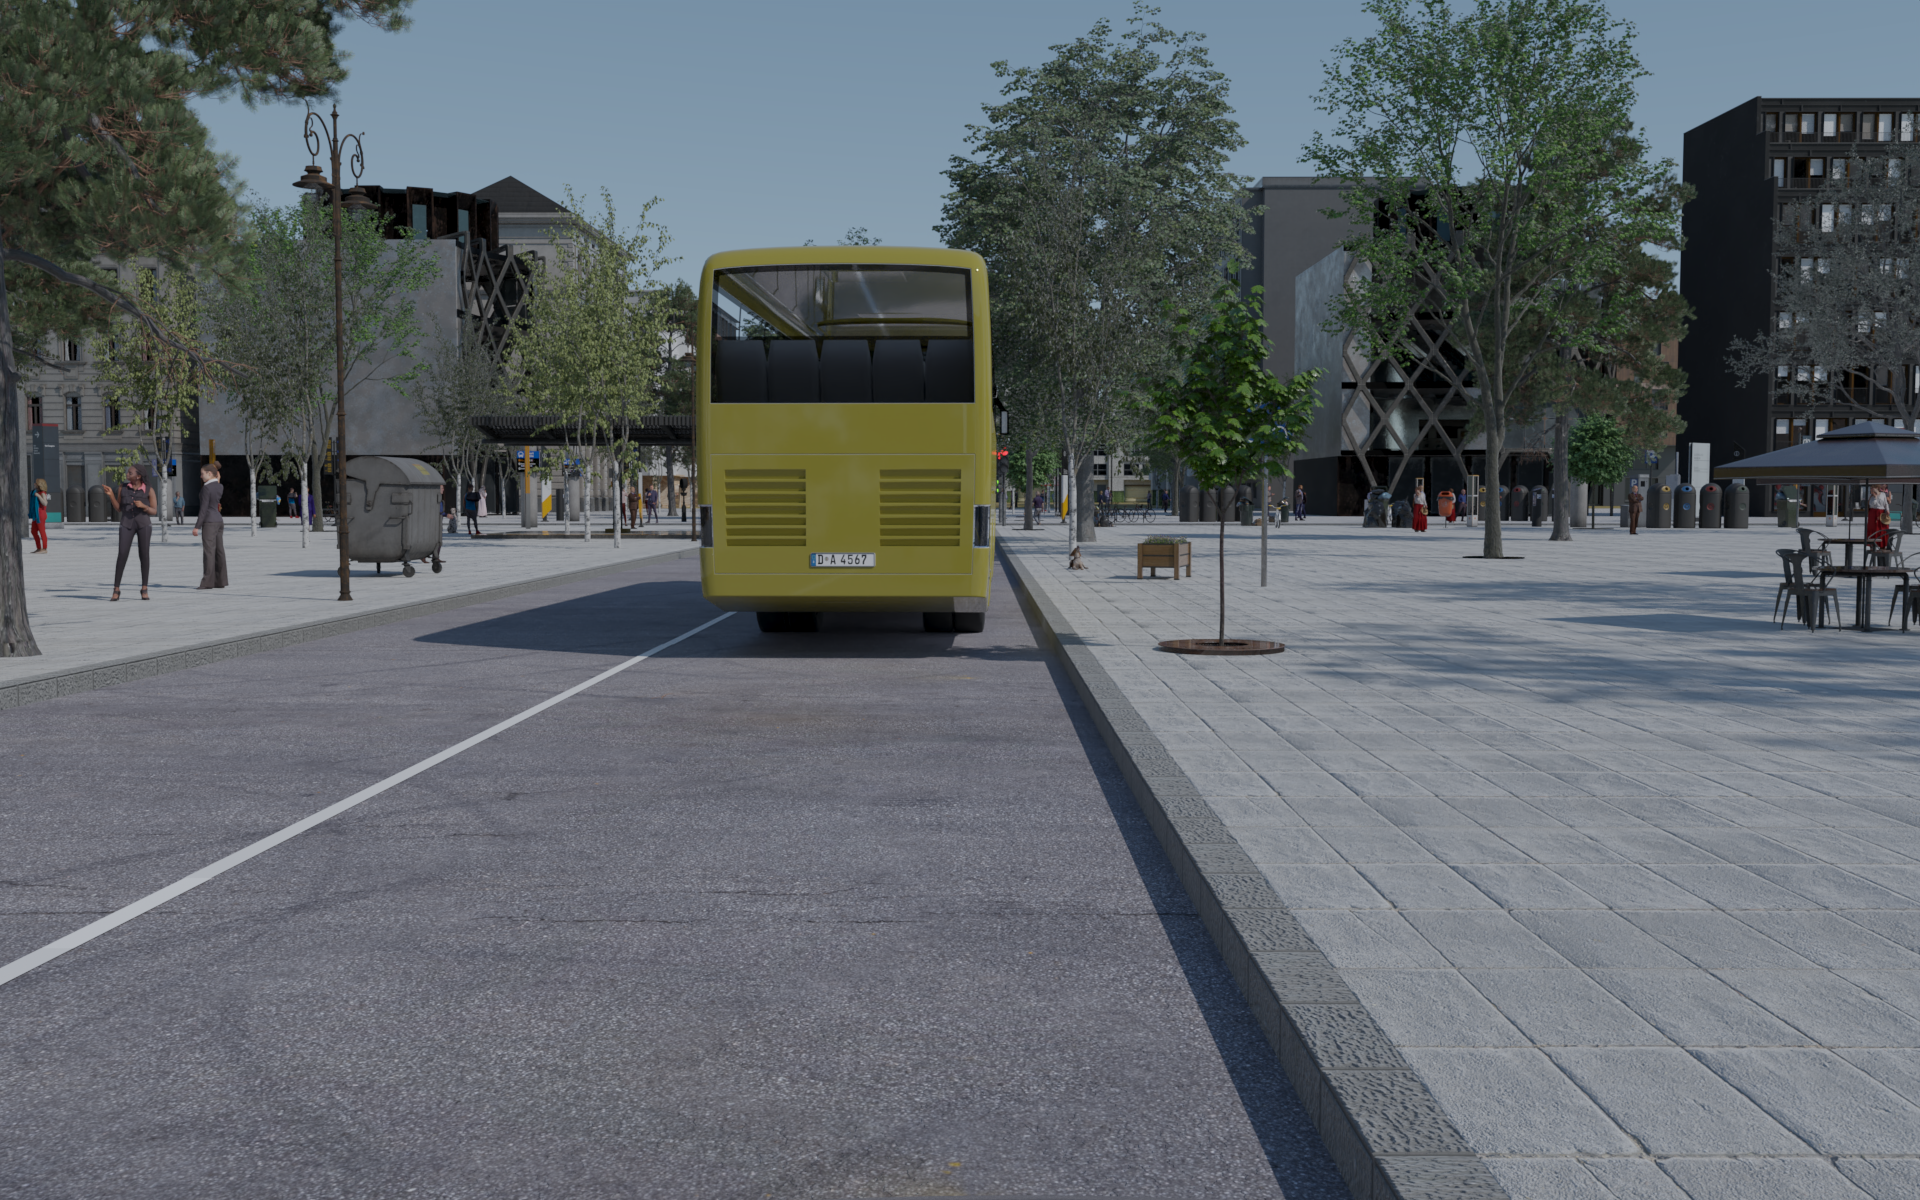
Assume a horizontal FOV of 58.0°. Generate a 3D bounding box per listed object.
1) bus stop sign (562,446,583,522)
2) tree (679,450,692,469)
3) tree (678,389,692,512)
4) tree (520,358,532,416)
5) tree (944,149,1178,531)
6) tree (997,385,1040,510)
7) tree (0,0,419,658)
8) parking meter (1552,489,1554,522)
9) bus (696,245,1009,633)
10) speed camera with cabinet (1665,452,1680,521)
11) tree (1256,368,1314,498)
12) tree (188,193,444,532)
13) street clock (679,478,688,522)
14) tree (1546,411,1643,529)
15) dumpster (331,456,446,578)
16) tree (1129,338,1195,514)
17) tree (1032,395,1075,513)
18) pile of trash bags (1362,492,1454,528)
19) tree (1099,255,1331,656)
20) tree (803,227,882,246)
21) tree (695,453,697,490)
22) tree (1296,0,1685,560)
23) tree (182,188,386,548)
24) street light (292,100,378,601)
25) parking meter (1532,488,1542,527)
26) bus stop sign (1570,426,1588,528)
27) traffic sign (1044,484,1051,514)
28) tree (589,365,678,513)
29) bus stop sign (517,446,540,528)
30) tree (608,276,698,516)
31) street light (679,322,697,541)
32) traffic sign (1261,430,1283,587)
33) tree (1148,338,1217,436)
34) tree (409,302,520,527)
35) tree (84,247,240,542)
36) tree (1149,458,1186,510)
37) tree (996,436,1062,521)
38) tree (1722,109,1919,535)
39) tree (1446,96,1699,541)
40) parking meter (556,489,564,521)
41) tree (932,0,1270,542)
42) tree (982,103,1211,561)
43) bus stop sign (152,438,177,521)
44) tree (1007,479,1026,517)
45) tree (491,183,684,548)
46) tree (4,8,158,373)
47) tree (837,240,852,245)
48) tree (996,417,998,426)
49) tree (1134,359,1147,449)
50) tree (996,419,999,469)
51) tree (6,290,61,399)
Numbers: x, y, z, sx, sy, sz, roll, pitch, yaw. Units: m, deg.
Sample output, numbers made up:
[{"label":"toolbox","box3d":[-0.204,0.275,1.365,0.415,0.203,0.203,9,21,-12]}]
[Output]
[{"label":"bus stop sign","box3d":[-18.098,-5.619,80.890,0.837,3.901,0.837,0,4,-4]},{"label":"tree","box3d":[-20.527,-13.023,147.334,7.601,10.594,8.767,0,4,7]},{"label":"tree","box3d":[-20.274,-10.079,115.161,4.360,8.622,3.978,0,3,0]},{"label":"tree","box3d":[-23.010,-8.049,81.960,4.360,8.622,3.978,0,3,0]},{"label":"tree","box3d":[2.552,-9.206,60.895,12.009,13.543,11.850,0,3,0]},{"label":"tree","box3d":[4.838,-17.245,137.851,12.611,20.169,13.585,0,3,0]},{"label":"tree","box3d":[-7.633,-5.583,13.338,6.751,12.117,7.091,0,3,0]},{"label":"parking meter","box3d":[27.561,-4.383,80.073,0.372,1.533,0.369,0,3,0]},{"label":"bus","box3d":[-0.843,-1.787,20.762,2.896,3.916,12.252,0,4,1]},{"label":"speed camera with cabinet","box3d":[33.959,-5.391,82.484,0.660,3.252,2.038,2,4,25]},{"label":"tree","box3d":[18.969,-9.256,101.699,4.737,8.622,4.395,0,3,0]},{"label":"tree","box3d":[-21.723,-8.128,58.652,9.928,11.665,9.643,0,3,0]},{"label":"street clock","box3d":[-12.763,-4.616,80.037,0.358,2.002,0.471,-2,4,-33]},{"label":"tree","box3d":[23.282,-4.869,63.317,4.285,4.588,4.351,0,3,0]},{"label":"dumpster","box3d":[-8.958,-1.312,27.208,1.264,1.857,1.865,0,4,0]},{"label":"tree","box3d":[14.482,-11.963,113.728,7.486,12.596,7.792,0,3,0]},{"label":"tree","box3d":[6.376,-10.327,119.210,4.737,8.622,4.395,0,3,0]},{"label":"pile of trash bags","box3d":[16.981,-3.426,65.768,3.447,1.369,1.912,1,4,21]},{"label":"tree","box3d":[2.248,-1.190,14.056,1.663,3.219,1.824,0,3,0]},{"label":"tree","box3d":[-6.565,-16.208,120.885,12.611,20.169,13.585,0,3,0]},{"label":"tree","box3d":[-18.872,-10.431,120.902,4.360,8.622,3.978,0,3,0]},{"label":"tree","box3d":[10.563,-6.633,34.208,9.928,11.665,9.643,0,3,0]},{"label":"tree","box3d":[-15.782,-5.534,40.847,4.360,8.622,3.978,0,3,0]},{"label":"street light","box3d":[-7.403,-2.929,20.676,0.468,5.910,1.993,0,4,0]},{"label":"parking meter","box3d":[22.677,-3.648,68.059,0.372,1.533,0.369,0,3,0]},{"label":"bus stop sign","box3d":[23.824,-4.747,66.632,0.837,3.901,0.837,2,4,25]},{"label":"traffic sign","box3d":[5.326,-6.683,109.263,0.884,2.594,0.081,0,4,2]},{"label":"tree","box3d":[-17.952,-8.666,92.054,4.360,8.622,3.978,0,3,0]},{"label":"bus stop sign","box3d":[-16.496,-4.723,66.231,0.837,3.901,0.837,-1,4,-12]},{"label":"tree","box3d":[-17.025,-11.802,100.382,7.806,13.903,7.818,0,3,0]},{"label":"street light","box3d":[-7.207,-4.525,46.766,0.468,5.910,1.993,0,4,0]},{"label":"traffic sign","box3d":[4.207,-1.455,23.901,0.768,2.556,0.104,0,4,6]},{"label":"tree","box3d":[12.580,-9.397,88.056,7.601,10.594,8.767,1,4,8]},{"label":"tree","box3d":[-19.442,-7.133,66.992,4.360,8.622,3.978,0,3,0]},{"label":"tree","box3d":[-21.377,-5.869,46.316,4.737,8.622,4.395,0,3,0]},{"label":"tree","box3d":[17.288,-11.735,142.233,4.737,8.622,4.395,0,3,0]},{"label":"tree","box3d":[3.377,-6.062,82.827,4.285,4.588,4.351,0,3,0]},{"label":"tree","box3d":[30.163,-8.823,54.629,12.009,13.543,11.850,0,3,0]},{"label":"tree","box3d":[16.502,-7.660,47.304,6.751,12.117,7.091,0,3,0]},{"label":"parking meter","box3d":[-19.145,-4.555,82.884,0.372,1.533,0.369,0,3,0]},{"label":"tree","box3d":[3.258,-8.534,46.184,9.857,13.997,8.962,0,3,0]},{"label":"tree","box3d":[2.322,-5.057,33.037,4.360,8.622,3.978,0,3,0]},{"label":"bus stop sign","box3d":[-37.449,-5.660,81.551,0.837,3.901,0.837,-3,5,-41]},{"label":"tree","box3d":[3.437,-6.167,95.431,1.663,3.219,1.824,0,3,0]},{"label":"tree","box3d":[-8.271,-5.521,40.634,4.737,8.622,4.395,0,3,0]},{"label":"tree","box3d":[-18.481,-7.591,31.533,7.806,13.903,7.818,0,3,0]},{"label":"tree","box3d":[-7.397,-11.103,88.191,9.857,13.997,8.962,0,3,0]},{"label":"tree","box3d":[3.191,-15.175,182.521,8.767,10.594,7.601,0,4,-5]},{"label":"tree","box3d":[12.716,-10.696,100.628,9.928,11.665,9.643,0,3,0]},{"label":"tree","box3d":[2.919,-12.907,161.398,4.737,8.622,4.395,0,3,0]},{"label":"tree","box3d":[-22.877,-5.530,40.771,4.360,8.622,3.978,0,3,0]}]
